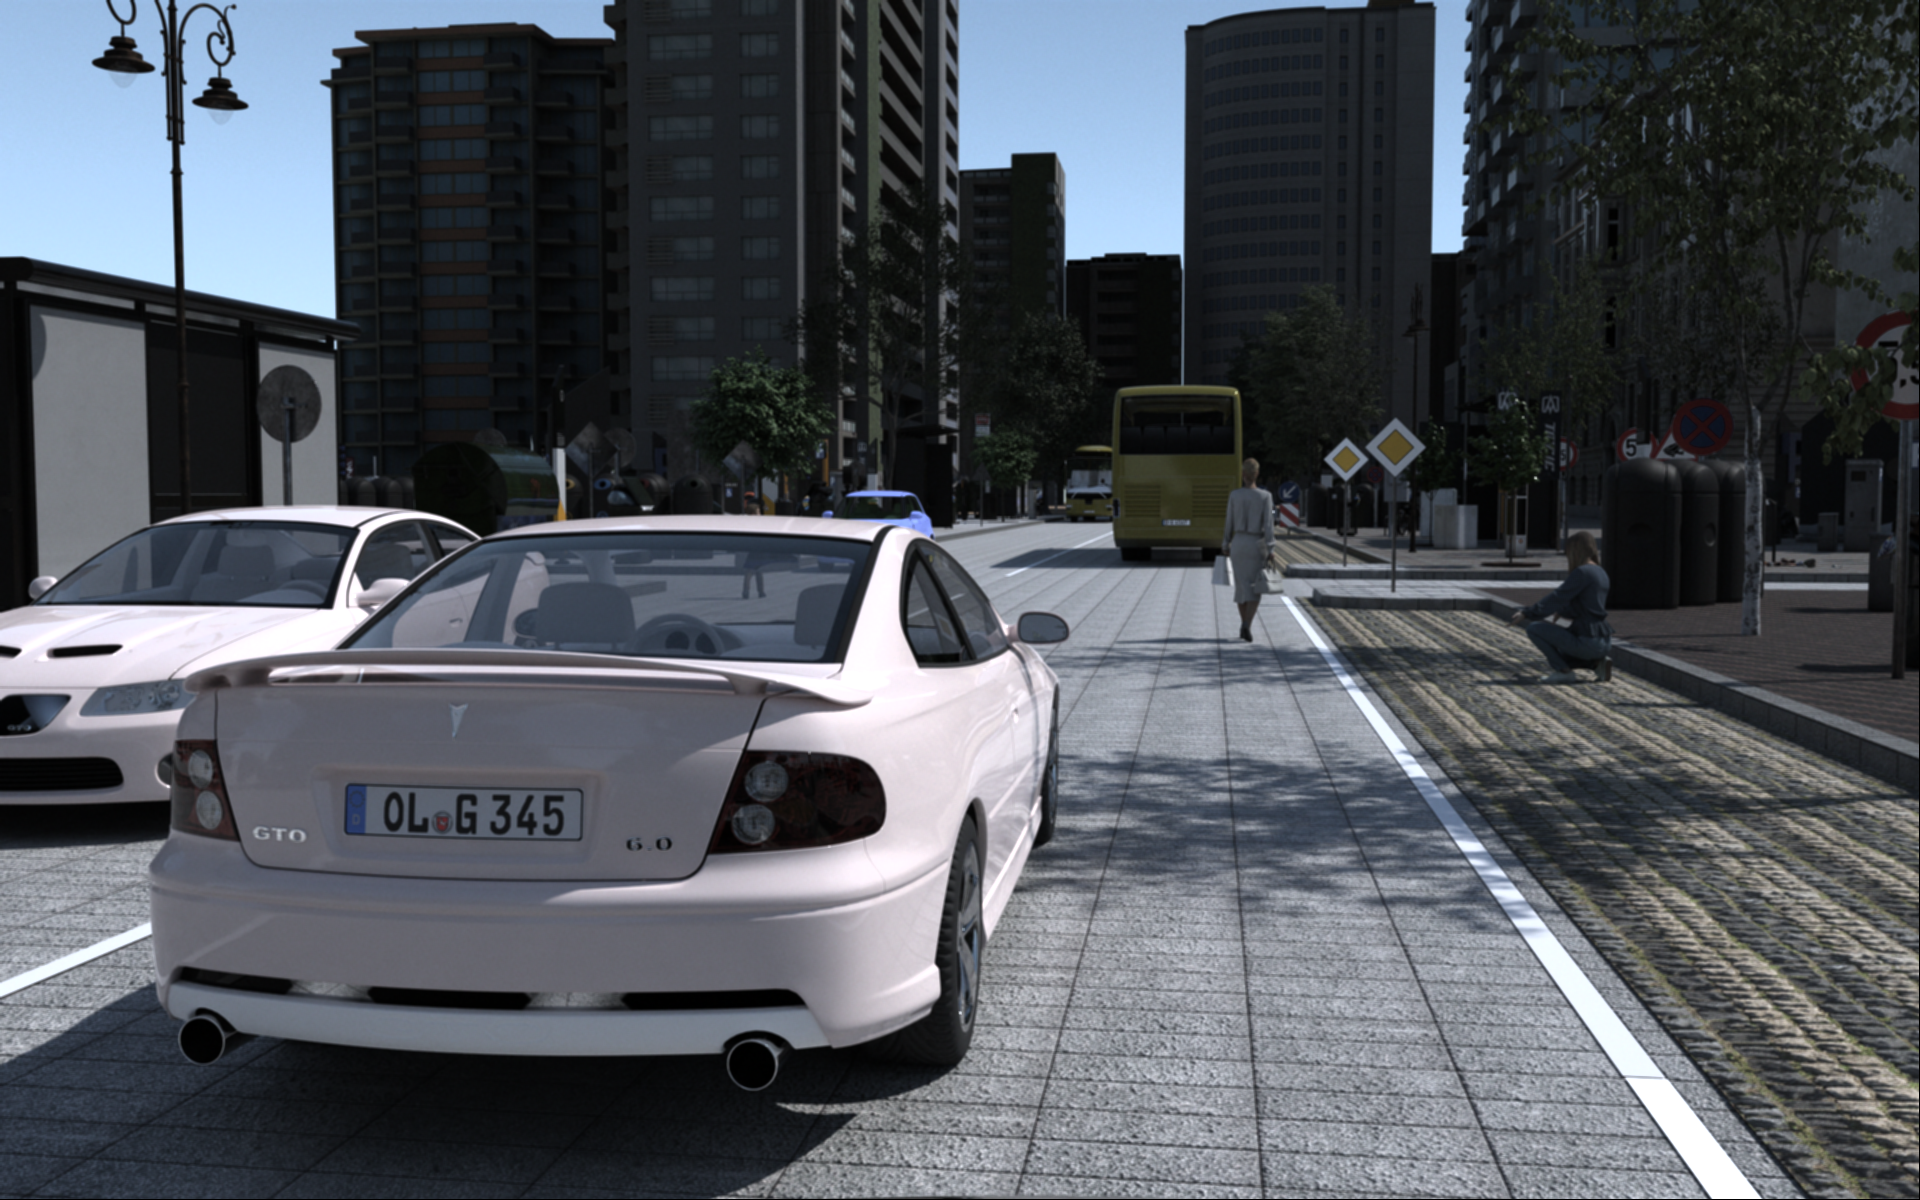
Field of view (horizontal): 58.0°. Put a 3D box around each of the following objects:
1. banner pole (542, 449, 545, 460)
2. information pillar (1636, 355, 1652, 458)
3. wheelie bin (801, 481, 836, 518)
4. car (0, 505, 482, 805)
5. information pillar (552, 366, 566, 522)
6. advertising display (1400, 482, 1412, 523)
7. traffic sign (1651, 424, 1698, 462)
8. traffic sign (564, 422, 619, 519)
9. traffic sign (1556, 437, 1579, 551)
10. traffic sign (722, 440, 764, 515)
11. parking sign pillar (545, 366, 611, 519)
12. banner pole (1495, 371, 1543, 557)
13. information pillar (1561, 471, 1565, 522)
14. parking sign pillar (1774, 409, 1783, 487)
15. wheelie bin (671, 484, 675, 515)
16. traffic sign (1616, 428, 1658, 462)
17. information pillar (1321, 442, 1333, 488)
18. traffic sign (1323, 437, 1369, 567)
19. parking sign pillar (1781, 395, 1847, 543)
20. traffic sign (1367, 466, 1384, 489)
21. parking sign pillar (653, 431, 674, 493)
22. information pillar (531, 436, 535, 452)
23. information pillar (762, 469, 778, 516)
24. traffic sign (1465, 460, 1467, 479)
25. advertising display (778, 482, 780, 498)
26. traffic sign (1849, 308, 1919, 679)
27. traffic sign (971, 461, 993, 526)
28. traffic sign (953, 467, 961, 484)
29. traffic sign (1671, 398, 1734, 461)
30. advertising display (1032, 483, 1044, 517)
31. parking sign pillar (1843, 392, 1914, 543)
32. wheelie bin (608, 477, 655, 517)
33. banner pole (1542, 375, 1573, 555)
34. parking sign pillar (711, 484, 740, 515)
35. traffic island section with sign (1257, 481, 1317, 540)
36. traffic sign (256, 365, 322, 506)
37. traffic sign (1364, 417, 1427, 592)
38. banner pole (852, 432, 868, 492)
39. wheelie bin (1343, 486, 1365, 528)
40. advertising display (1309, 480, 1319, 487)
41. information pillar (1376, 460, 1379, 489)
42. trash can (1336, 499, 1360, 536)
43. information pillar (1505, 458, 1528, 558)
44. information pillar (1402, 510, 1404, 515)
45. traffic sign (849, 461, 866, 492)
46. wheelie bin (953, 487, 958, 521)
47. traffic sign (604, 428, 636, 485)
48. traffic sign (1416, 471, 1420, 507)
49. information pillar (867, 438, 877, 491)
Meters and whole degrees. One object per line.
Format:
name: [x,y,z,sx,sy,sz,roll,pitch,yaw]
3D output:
banner pole: [-23.186,-6.521,96.627,0.401,3.779,0.863,0,4,4]
information pillar: [11.454,-2.307,29.075,0.183,3.616,0.504,0,4,4]
wheelie bin: [-3.527,-2.181,43.565,0.693,1.594,0.980,2,4,32]
car: [-3.694,0.183,9.374,2.083,1.381,4.827,0,4,7]
information pillar: [-7.288,-2.456,31.506,0.183,3.616,0.504,0,4,5]
advertising display: [20.077,-4.437,77.753,0.123,1.923,0.974,-2,4,-24]
traffic sign: [12.185,-1.808,29.560,0.884,2.594,0.081,1,4,8]
traffic sign: [-5.131,-1.251,24.093,0.795,2.450,0.064,0,4,8]
traffic sign: [13.402,-2.362,38.726,0.768,2.556,0.104,1,4,11]
traffic sign: [-4.007,-1.734,31.998,0.795,2.450,0.064,0,4,8]
parking sign pillar: [-8.014,-2.929,36.369,1.447,3.967,1.447,-2,4,-26]
banner pole: [11.331,-2.777,35.415,0.863,3.779,0.401,0,4,-1]
information pillar: [27.991,-5.441,80.309,0.183,3.616,0.504,2,4,25]
parking sign pillar: [26.479,-4.068,54.992,1.447,3.967,1.447,-2,4,-27]
wheelie bin: [-8.485,-2.764,53.105,0.980,1.594,0.693,2,4,25]
traffic sign: [12.964,-2.026,33.231,0.768,2.556,0.104,1,4,11]
information pillar: [15.817,-5.095,74.652,0.504,3.616,0.183,1,4,22]
traffic sign: [6.776,-1.640,30.451,0.795,2.450,0.064,0,4,8]
parking sign pillar: [23.074,-3.524,46.091,1.447,3.967,1.447,-2,4,-25]
traffic sign: [19.117,-4.873,79.771,0.768,2.556,0.104,1,4,13]
parking sign pillar: [-12.338,-5.193,73.379,1.447,3.967,1.447,-1,4,-13]
information pillar: [-17.070,-4.769,69.329,0.183,3.616,0.504,-1,4,-23]
information pillar: [-5.735,-3.736,52.445,0.504,3.616,0.183,-1,4,-18]
traffic sign: [15.101,-2.978,50.824,0.606,2.300,0.079,1,4,15]
advertising display: [-9.491,-5.217,90.509,0.123,1.923,0.974,0,4,-8]
traffic sign: [6.520,-0.725,11.960,0.768,2.556,0.104,1,4,18]
traffic sign: [0.857,-4.203,68.719,0.884,2.594,0.081,1,4,14]
traffic sign: [-0.329,-4.167,69.318,0.795,2.450,0.064,1,4,17]
traffic sign: [9.826,-1.399,22.986,0.768,2.556,0.104,1,4,17]
advertising display: [4.427,-5.662,97.788,0.123,1.923,0.974,-2,4,-34]
parking sign pillar: [22.486,-3.290,42.260,1.447,3.967,1.447,2,4,26]
wheelie bin: [-6.040,-1.457,31.736,0.693,1.594,0.980,1,4,14]
banner pole: [12.683,-2.861,36.798,0.863,3.779,0.401,3,4,38]
parking sign pillar: [-9.245,-4.872,68.133,1.447,3.967,1.447,2,4,35]
traffic island section with sign: [10.288,-2.829,54.876,1.989,1.847,2.006,0,4,8]
traffic sign: [-6.646,-1.041,17.125,0.768,2.556,0.104,1,4,18]
traffic sign: [5.652,-1.156,22.545,0.795,2.450,0.064,0,4,8]
banner pole: [-4.085,-4.890,69.966,0.863,3.779,0.401,2,4,28]
wheelie bin: [14.968,-3.535,65.709,0.693,1.594,0.980,-1,4,-21]
advertising display: [16.721,-4.693,81.942,0.123,1.923,0.974,2,4,32]
information pillar: [19.296,-5.428,80.103,0.183,3.616,0.504,0,4,3]
trash can: [11.818,-2.519,52.837,0.748,1.137,0.748,0,3,0]
information pillar: [11.203,-1.857,34.849,0.304,2.012,0.304,-1,4,-20]
information pillar: [26.302,-5.987,102.386,0.304,2.012,0.304,-1,4,-14]
traffic sign: [-3.983,-4.062,66.519,0.768,2.556,0.104,1,4,16]
wheelie bin: [-0.536,-4.451,80.678,0.980,1.594,0.693,2,4,34]
traffic sign: [-6.612,-2.036,33.401,0.768,2.556,0.104,1,4,14]
traffic sign: [18.334,-4.234,69.227,0.884,2.594,0.081,1,4,9]
information pillar: [-3.627,-4.931,71.970,0.504,3.616,0.183,3,5,39]
